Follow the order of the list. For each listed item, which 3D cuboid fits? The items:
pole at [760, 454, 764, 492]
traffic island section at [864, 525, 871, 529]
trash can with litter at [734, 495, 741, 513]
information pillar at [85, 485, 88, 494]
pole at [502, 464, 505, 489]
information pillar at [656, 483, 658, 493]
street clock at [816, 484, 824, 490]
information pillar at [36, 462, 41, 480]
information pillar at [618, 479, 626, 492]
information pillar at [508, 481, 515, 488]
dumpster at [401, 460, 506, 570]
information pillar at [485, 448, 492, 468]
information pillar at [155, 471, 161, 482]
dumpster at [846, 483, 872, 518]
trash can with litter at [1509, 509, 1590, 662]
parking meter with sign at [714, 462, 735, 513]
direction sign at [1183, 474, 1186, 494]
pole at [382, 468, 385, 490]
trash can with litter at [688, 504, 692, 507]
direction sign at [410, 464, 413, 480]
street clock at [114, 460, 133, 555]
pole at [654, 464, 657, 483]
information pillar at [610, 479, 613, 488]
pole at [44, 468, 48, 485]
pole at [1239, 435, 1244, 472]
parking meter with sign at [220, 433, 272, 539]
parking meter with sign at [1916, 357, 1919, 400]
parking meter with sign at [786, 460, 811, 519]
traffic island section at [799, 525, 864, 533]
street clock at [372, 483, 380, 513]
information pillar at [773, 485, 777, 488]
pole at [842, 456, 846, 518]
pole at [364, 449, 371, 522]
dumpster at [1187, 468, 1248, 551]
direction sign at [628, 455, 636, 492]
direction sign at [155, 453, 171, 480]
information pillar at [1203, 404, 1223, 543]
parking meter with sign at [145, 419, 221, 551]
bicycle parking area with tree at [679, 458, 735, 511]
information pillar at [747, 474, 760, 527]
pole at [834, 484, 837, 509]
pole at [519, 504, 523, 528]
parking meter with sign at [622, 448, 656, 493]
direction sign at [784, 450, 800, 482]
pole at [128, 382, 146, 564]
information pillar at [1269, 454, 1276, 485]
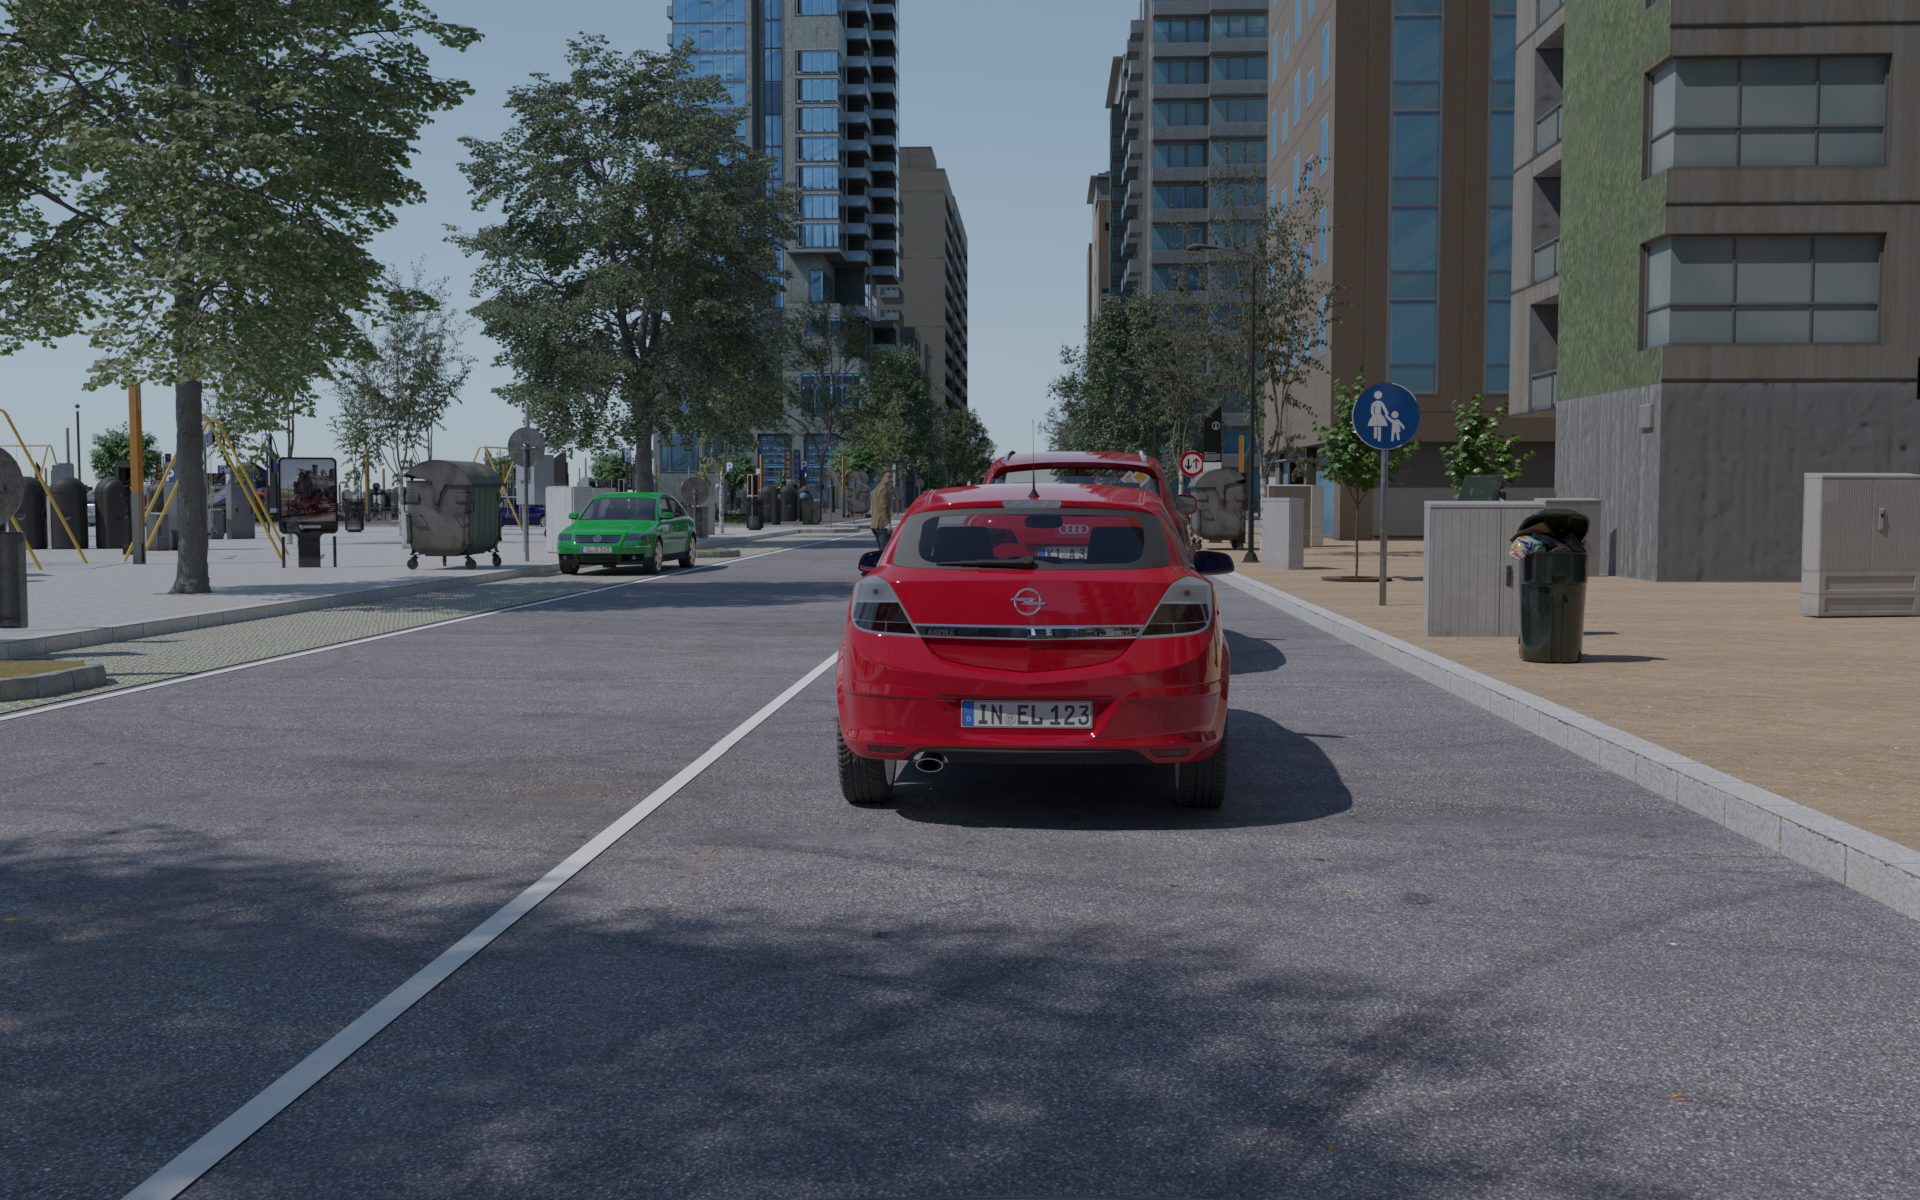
[{"bbox_3d":[-10.195,-5.828,89.127,0.158,3.312,0.155,0,3,0],"label":"pole"},{"bbox_3d":[-4.453,-3.082,72.677,2.009,0.180,2.903,0,4,3],"label":"traffic island section"},{"bbox_3d":[-13.821,-6.138,111.406,2.233,1.210,1.678,-3,5,-44],"label":"trash can with litter"},{"bbox_3d":[-69.523,-8.146,137.684,0.304,2.012,0.304,3,5,44],"label":"information pillar"},{"bbox_3d":[-30.767,-7.519,116.776,0.158,3.312,0.155,0,3,0],"label":"pole"},{"bbox_3d":[-19.441,-6.481,110.448,0.304,2.012,0.304,2,4,27],"label":"information pillar"},{"bbox_3d":[-9.465,-6.889,117.202,0.471,2.002,0.358,-2,4,-23],"label":"street clock"},{"bbox_3d":[-66.717,-8.201,125.435,0.183,3.616,0.504,0,4,5],"label":"information pillar"},{"bbox_3d":[-16.442,-4.891,84.456,0.304,2.012,0.304,1,4,17],"label":"information pillar"},{"bbox_3d":[-25.074,-5.647,96.822,0.304,2.012,0.304,-3,5,-43],"label":"information pillar"},{"bbox_3d":[-8.755,-1.481,29.980,1.264,1.857,1.865,0,4,3],"label":"dumpster"},{"bbox_3d":[-23.271,-5.757,85.475,0.504,3.616,0.183,3,5,42],"label":"information pillar"},{"bbox_3d":[-60.796,-8.562,131.335,0.504,3.616,0.183,1,4,23],"label":"information pillar"},{"bbox_3d":[-5.414,-5.311,92.592,1.264,1.857,1.865,0,4,3],"label":"dumpster"},{"bbox_3d":[4.522,-0.128,13.488,0.624,1.170,1.055,1,4,9],"label":"trash can with litter"},{"bbox_3d":[-12.862,-5.921,93.061,0.543,3.016,1.738,2,4,31],"label":"parking meter with sign"},{"bbox_3d":[18.106,-9.066,140.229,0.379,3.537,0.876,2,4,26],"label":"direction sign"},{"bbox_3d":[-45.866,-8.809,137.873,0.158,3.312,0.155,0,3,0],"label":"pole"},{"bbox_3d":[-17.671,-6.178,112.062,1.678,1.210,2.233,0,4,4],"label":"trash can with litter"},{"bbox_3d":[-36.439,-7.528,115.087,0.379,3.537,0.876,0,4,-7],"label":"direction sign"},{"bbox_3d":[-17.592,-1.961,36.628,0.471,2.002,0.358,1,4,14],"label":"street clock"},{"bbox_3d":[-20.547,-7.524,116.857,0.158,3.312,0.155,0,3,0],"label":"pole"},{"bbox_3d":[-16.975,-4.852,83.830,0.304,2.012,0.304,0,4,-7],"label":"information pillar"},{"bbox_3d":[-71.273,-8.640,135.115,0.158,3.312,0.155,0,3,0],"label":"pole"},{"bbox_3d":[9.775,-4.060,60.231,0.158,3.312,0.155,0,3,0],"label":"pole"},{"bbox_3d":[-20.583,-3.253,49.444,1.738,3.016,0.543,-3,5,-44],"label":"parking meter with sign"},{"bbox_3d":[12.824,-1.539,21.429,0.543,3.016,1.738,-2,4,-35],"label":"parking meter with sign"},{"bbox_3d":[-8.618,-5.708,89.584,0.543,3.016,1.738,-3,5,-43],"label":"parking meter with sign"},{"bbox_3d":[-4.842,-2.595,64.701,2.009,0.180,2.903,0,4,3],"label":"traffic island section"},{"bbox_3d":[-37.381,-6.508,110.970,0.358,2.002,0.471,2,4,25],"label":"street clock"},{"bbox_3d":[-15.404,-8.540,144.114,0.304,2.012,0.304,0,4,1],"label":"information pillar"},{"bbox_3d":[-6.238,-6.061,92.941,0.158,3.312,0.155,0,3,0],"label":"pole"},{"bbox_3d":[-27.110,-5.222,79.228,0.158,3.312,0.155,0,3,0],"label":"pole"},{"bbox_3d":[5.956,-2.095,40.004,1.264,1.857,1.865,0,4,3],"label":"dumpster"},{"bbox_3d":[-18.808,-6.591,99.756,0.876,3.537,0.379,0,4,-3],"label":"direction sign"},{"bbox_3d":[-44.394,-6.397,96.595,0.876,3.537,0.379,0,4,-1],"label":"direction sign"},{"bbox_3d":[6.627,-3.303,45.362,0.504,3.616,0.183,1,4,19],"label":"information pillar"},{"bbox_3d":[-17.898,-2.658,39.719,0.543,3.016,1.738,1,4,18],"label":"parking meter with sign"},{"bbox_3d":[-19.065,-9.028,134.611,9.016,4.147,8.231,-1,4,-21],"label":"bicycle parking area with tree"},{"bbox_3d":[-7.659,-3.647,64.115,0.304,2.012,0.304,-3,5,-43],"label":"information pillar"},{"bbox_3d":[-10.585,-9.374,147.108,0.158,3.312,0.155,0,3,0],"label":"pole"},{"bbox_3d":[-16.642,-4.394,65.693,0.158,3.312,0.155,0,3,0],"label":"pole"},{"bbox_3d":[-11.879,-4.236,65.517,1.738,3.016,0.543,1,4,20],"label":"parking meter with sign"},{"bbox_3d":[-8.551,-5.882,88.164,0.876,3.537,0.379,2,4,25],"label":"direction sign"},{"bbox_3d":[-14.996,-2.307,31.558,0.158,3.312,0.155,0,3,0],"label":"pole"},{"bbox_3d":[15.266,-5.679,84.205,0.504,3.616,0.183,2,4,28],"label":"information pillar"}]
